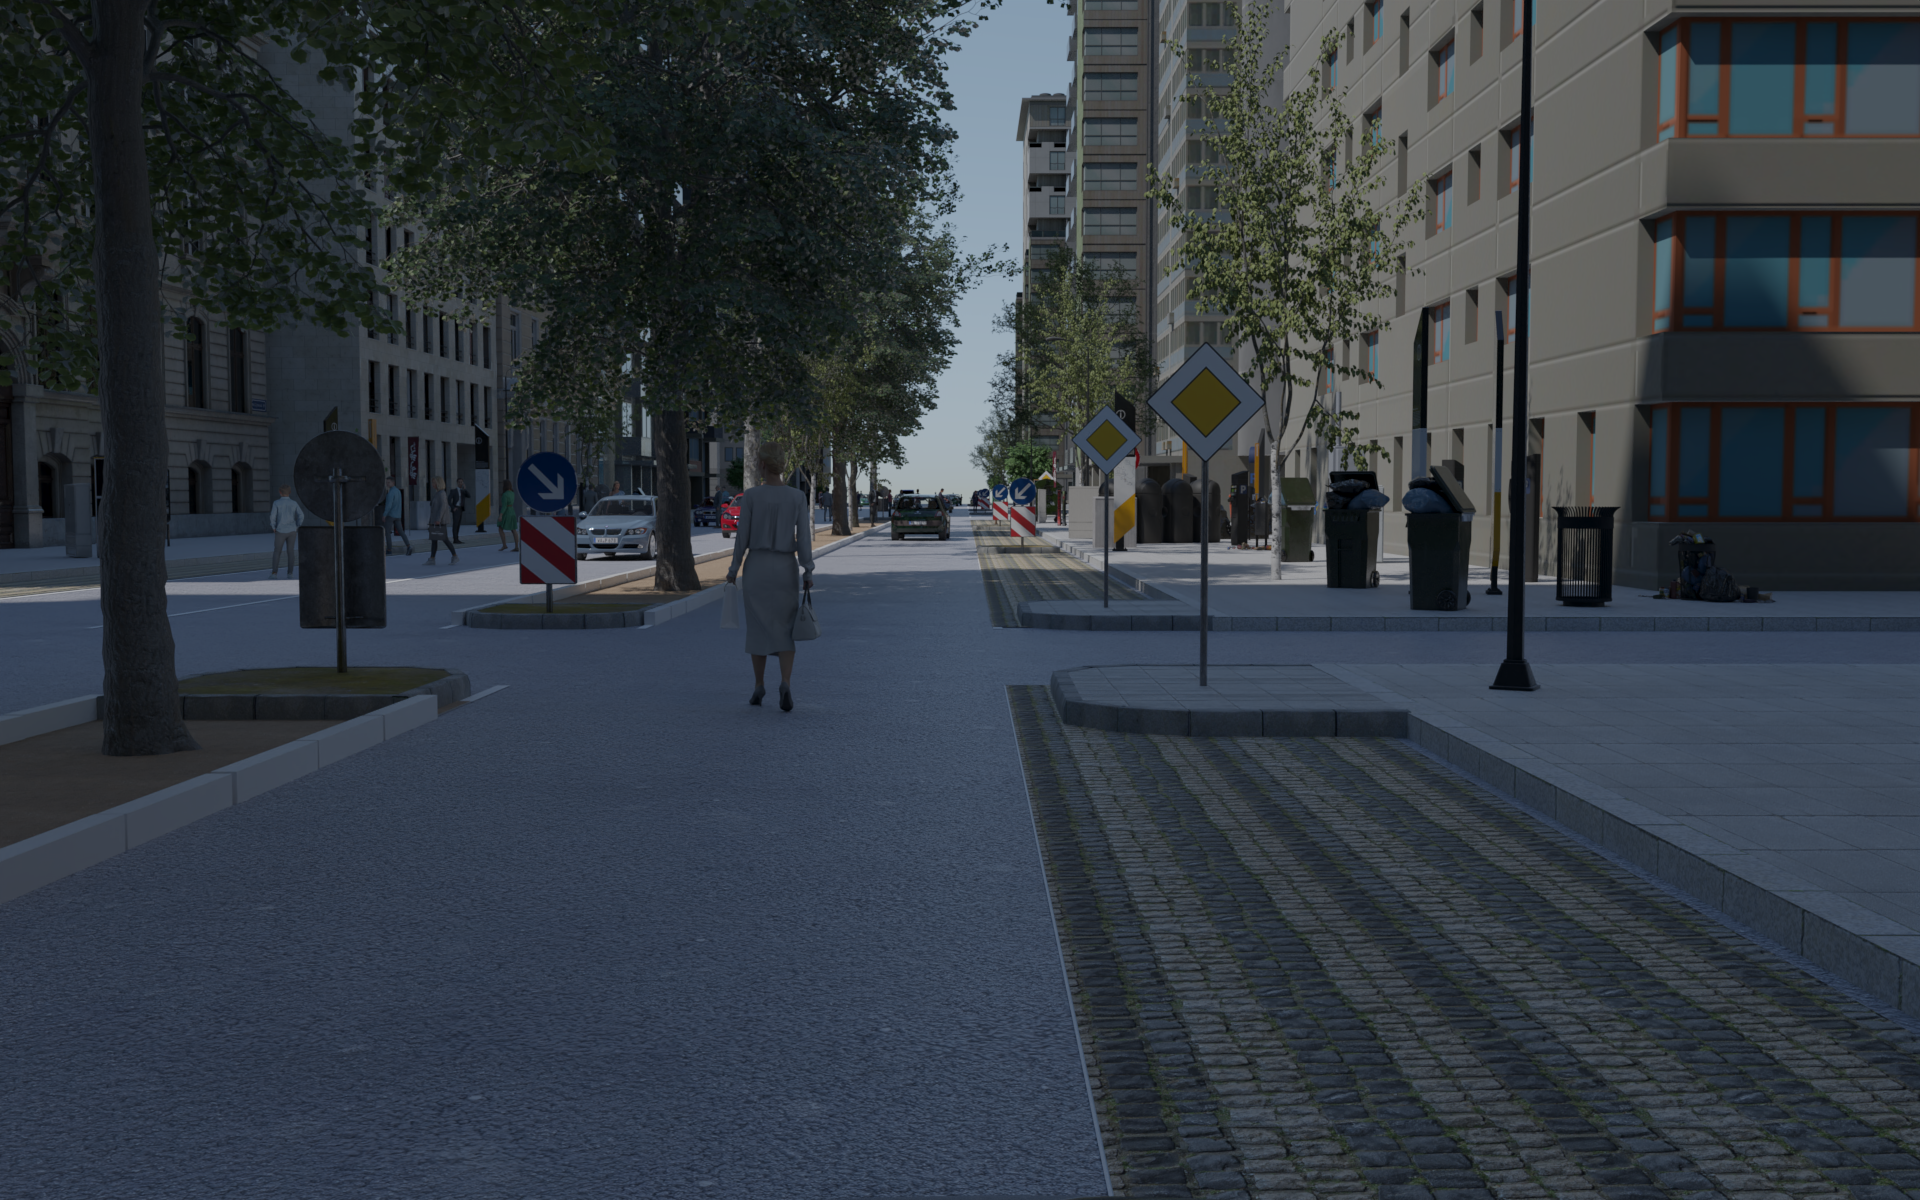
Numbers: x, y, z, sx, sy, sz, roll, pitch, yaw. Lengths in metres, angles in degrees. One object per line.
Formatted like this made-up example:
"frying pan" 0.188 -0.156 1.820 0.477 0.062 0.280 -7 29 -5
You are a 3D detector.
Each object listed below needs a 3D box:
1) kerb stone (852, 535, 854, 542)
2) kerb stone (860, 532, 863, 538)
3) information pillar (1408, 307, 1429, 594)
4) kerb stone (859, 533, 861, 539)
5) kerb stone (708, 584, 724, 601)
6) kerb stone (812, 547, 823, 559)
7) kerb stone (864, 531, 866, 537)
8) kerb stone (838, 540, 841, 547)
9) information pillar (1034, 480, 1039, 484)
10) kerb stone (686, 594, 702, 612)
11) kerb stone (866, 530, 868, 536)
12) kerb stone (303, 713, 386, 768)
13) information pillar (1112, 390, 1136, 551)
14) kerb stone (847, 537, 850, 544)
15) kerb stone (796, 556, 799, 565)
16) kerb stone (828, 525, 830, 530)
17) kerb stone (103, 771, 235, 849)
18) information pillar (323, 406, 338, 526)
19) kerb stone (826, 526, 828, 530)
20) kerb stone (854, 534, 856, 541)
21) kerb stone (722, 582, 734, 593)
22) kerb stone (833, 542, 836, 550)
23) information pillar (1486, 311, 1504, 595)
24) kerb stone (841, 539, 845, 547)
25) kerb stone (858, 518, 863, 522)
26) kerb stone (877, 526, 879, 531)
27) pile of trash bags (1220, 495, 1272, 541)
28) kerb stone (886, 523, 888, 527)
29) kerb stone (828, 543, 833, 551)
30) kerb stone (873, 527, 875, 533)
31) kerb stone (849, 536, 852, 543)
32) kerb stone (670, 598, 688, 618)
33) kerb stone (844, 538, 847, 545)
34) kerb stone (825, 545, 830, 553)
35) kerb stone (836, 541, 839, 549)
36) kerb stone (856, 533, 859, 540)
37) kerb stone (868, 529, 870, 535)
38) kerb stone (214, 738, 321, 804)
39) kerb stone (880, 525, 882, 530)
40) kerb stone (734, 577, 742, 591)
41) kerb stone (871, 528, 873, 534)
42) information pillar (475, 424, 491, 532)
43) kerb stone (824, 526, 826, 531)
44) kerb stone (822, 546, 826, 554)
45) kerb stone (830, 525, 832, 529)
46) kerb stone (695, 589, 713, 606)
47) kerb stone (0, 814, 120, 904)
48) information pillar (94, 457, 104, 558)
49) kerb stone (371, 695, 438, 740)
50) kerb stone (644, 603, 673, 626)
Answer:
"kerb stone" -3.285 -1.766 51.126 0.120 0.150 1.000 0 4 0
"kerb stone" -3.267 -2.020 55.228 0.120 0.150 1.000 0 4 0
"information pillar" 5.838 -1.875 22.009 0.183 3.616 0.504 0 4 2
"kerb stone" -3.276 -1.954 54.206 0.120 0.150 1.000 0 4 0
"kerb stone" -3.361 -0.077 23.460 0.120 0.150 1.000 0 4 0
"kerb stone" -3.314 -1.071 39.847 0.120 0.150 1.000 0 4 0
"kerb stone" -3.265 -2.136 57.272 0.120 0.150 1.000 0 4 0
"kerb stone" -3.310 -1.455 45.987 0.120 0.150 1.000 0 4 0
"information pillar" 3.925 -5.097 87.836 0.304 2.012 0.304 1 4 18
"kerb stone" -3.359 0.056 21.414 0.120 0.150 1.000 0 4 0
"kerb stone" -3.266 -2.208 58.303 0.120 0.150 1.000 0 4 0
"kerb stone" -3.402 0.775 9.532 0.120 0.150 1.000 0 4 0
"information pillar" 3.680 -2.905 38.856 0.504 3.616 0.183 0 4 3
"kerb stone" -3.290 -1.644 49.068 0.120 0.150 1.000 0 4 0
"kerb stone" -3.325 -0.890 36.778 0.120 0.150 1.000 0 4 0
"kerb stone" -5.342 -2.835 68.547 0.120 0.150 1.000 0 4 0
"kerb stone" -3.411 0.904 7.473 0.120 0.150 1.000 0 4 0
"information pillar" -16.644 -3.337 45.916 0.183 3.616 0.504 1 4 20
"kerb stone" -5.340 -2.771 67.525 0.120 0.150 1.000 0 4 0
"kerb stone" -3.288 -1.832 52.148 0.120 0.150 1.000 0 4 0
"kerb stone" -3.360 -0.140 24.485 0.120 0.150 1.000 0 4 0
"kerb stone" -3.308 -1.330 43.943 0.120 0.150 1.000 0 4 0
"information pillar" 6.820 -1.874 21.992 0.183 3.616 0.504 1 4 13
"kerb stone" -3.292 -1.518 47.017 0.120 0.150 1.000 0 4 0
"kerb stone" -5.273 -4.338 93.125 0.120 0.150 1.000 0 4 0
"kerb stone" -3.248 -2.647 65.467 0.120 0.150 1.000 0 4 0
"pile of trash bags" 7.885 -2.418 49.287 1.912 1.369 3.447 0 4 5
"kerb stone" -3.221 -3.085 72.643 0.120 0.150 1.000 0 4 0
"kerb stone" -3.308 -1.268 42.921 0.120 0.150 1.000 0 4 0
"kerb stone" -3.255 -2.459 62.401 0.120 0.150 1.000 0 4 0
"kerb stone" -3.293 -1.705 50.096 0.120 0.150 1.000 0 4 0
"kerb stone" -3.369 0.111 20.385 0.120 0.150 1.000 0 4 0
"kerb stone" -3.298 -1.581 48.046 0.120 0.150 1.000 0 4 0
"kerb stone" -3.313 -1.201 41.893 0.120 0.150 1.000 0 4 0
"kerb stone" -3.303 -1.390 44.965 0.120 0.150 1.000 0 4 0
"kerb stone" -3.278 -1.894 53.178 0.120 0.150 1.000 0 4 0
"kerb stone" -3.270 -2.271 59.332 0.120 0.150 1.000 0 4 0
"kerb stone" -3.400 0.837 8.504 0.120 0.150 1.000 0 4 0
"kerb stone" -3.232 -2.771 67.518 0.120 0.150 1.000 0 4 0
"kerb stone" -3.358 -0.203 25.507 0.120 0.150 1.000 0 4 0
"kerb stone" -3.252 -2.388 61.379 0.120 0.150 1.000 0 4 0
"information pillar" -15.939 -4.064 57.796 0.504 3.616 0.183 0 4 8
"kerb stone" -5.346 -2.707 66.495 0.120 0.150 1.000 0 4 0
"kerb stone" -3.319 -1.140 40.868 0.120 0.150 1.000 0 4 0
"kerb stone" -5.328 -2.897 69.569 0.120 0.150 1.000 0 4 0
"kerb stone" -3.363 -0.012 22.436 0.120 0.150 1.000 0 4 0
"kerb stone" -3.409 0.963 6.444 0.120 0.150 1.000 0 4 0
"information pillar" -17.128 -1.851 34.760 0.304 2.012 0.304 0 4 5
"kerb stone" -3.400 0.711 10.566 0.120 0.150 1.000 0 4 0
"kerb stone" -3.378 0.174 19.357 0.120 0.150 1.000 0 4 0
